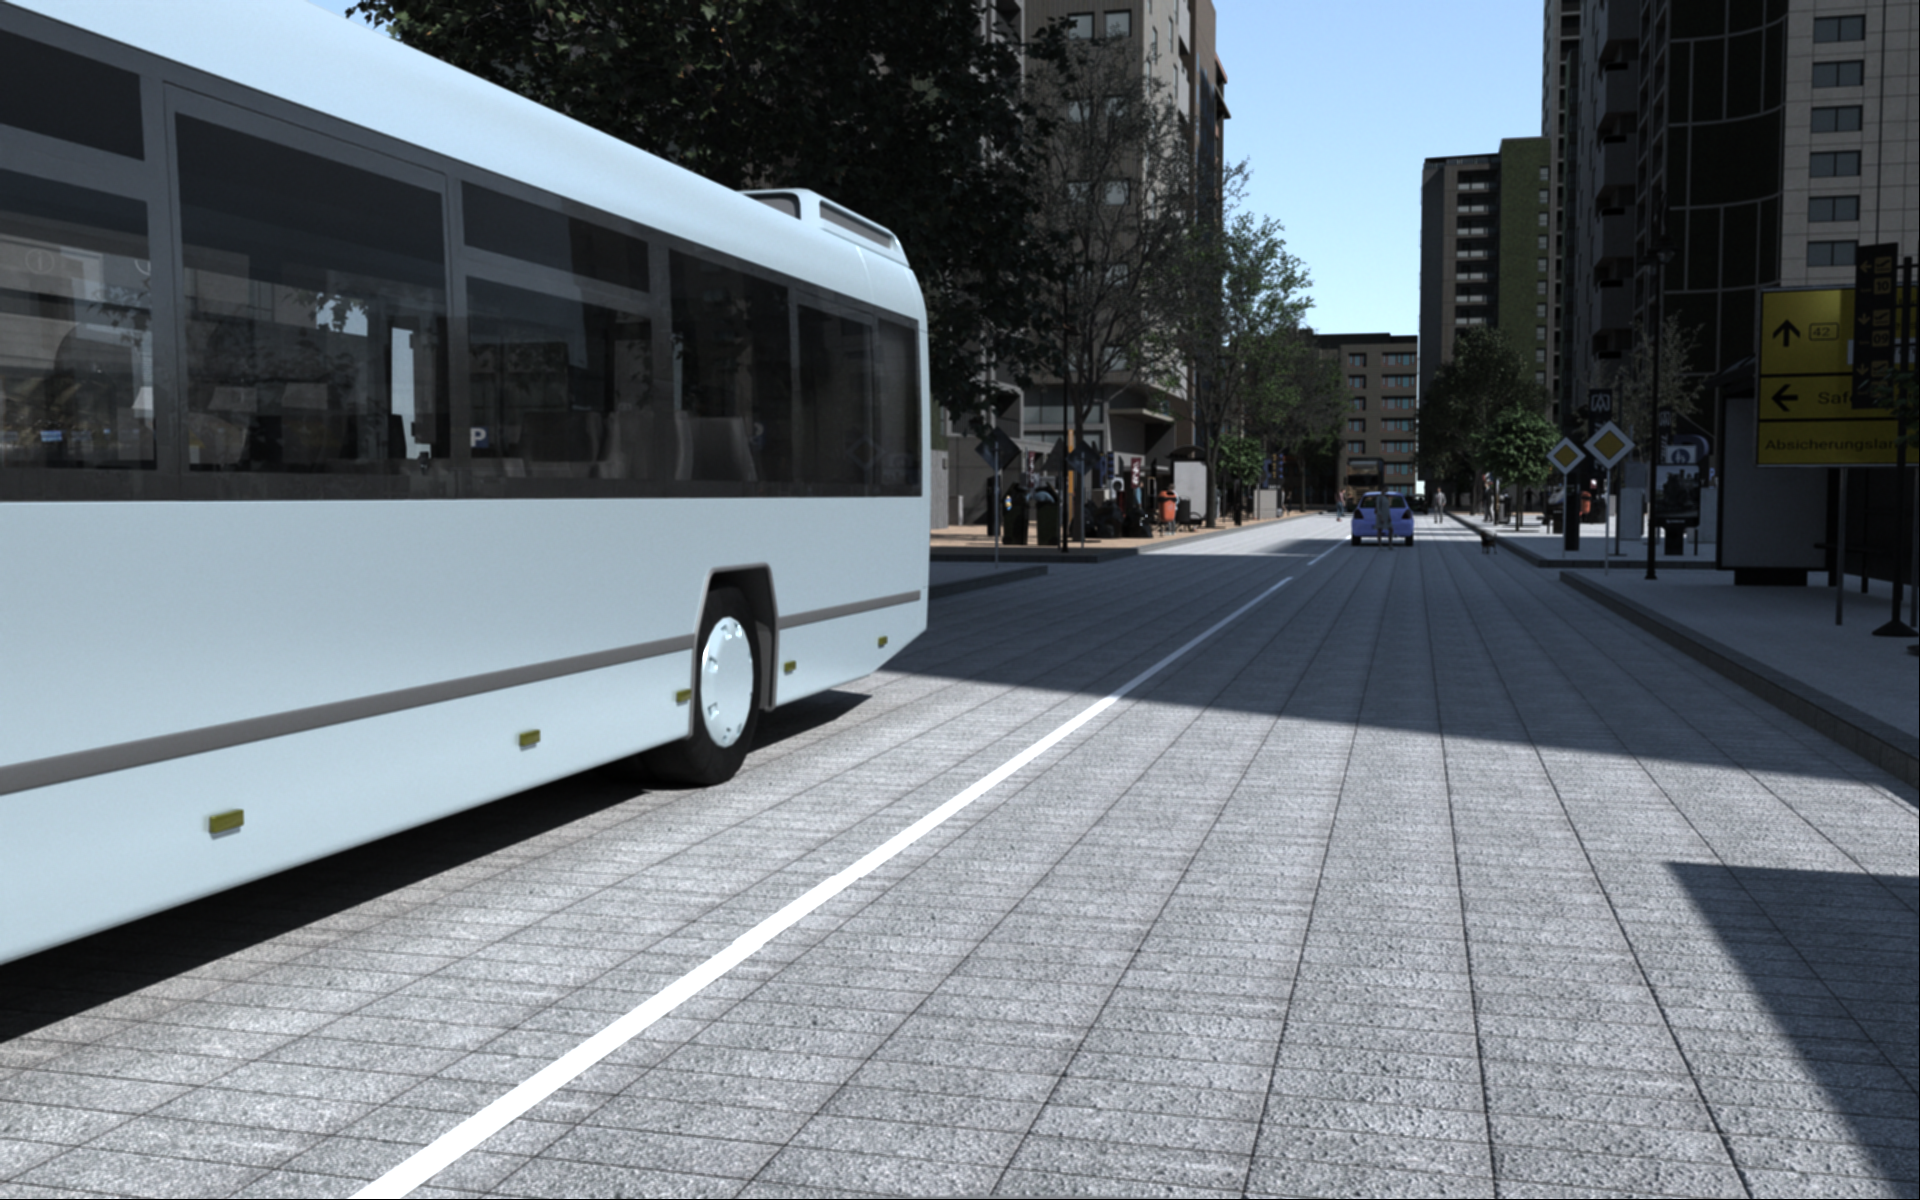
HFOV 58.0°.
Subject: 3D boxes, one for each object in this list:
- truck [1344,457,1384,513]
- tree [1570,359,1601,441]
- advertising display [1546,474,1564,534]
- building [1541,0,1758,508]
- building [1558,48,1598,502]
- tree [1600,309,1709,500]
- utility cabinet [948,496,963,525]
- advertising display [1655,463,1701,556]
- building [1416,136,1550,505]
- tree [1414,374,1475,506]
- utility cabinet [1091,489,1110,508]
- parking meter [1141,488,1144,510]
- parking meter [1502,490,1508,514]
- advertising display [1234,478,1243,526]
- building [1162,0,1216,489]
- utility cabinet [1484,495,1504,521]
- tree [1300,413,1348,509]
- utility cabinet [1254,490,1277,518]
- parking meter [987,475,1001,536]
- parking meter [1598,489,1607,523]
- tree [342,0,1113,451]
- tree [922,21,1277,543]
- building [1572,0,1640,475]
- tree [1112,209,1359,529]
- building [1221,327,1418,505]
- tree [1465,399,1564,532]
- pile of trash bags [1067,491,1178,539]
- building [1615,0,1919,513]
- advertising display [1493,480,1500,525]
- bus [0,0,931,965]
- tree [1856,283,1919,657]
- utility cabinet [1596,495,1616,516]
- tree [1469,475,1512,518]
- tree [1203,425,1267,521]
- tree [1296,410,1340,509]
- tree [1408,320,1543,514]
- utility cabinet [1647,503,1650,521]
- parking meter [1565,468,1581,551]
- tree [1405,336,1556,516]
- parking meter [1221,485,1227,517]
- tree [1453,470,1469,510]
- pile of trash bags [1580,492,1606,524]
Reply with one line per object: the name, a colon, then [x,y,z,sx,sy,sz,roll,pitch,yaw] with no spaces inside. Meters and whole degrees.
truck: [31.599,-8.934,134.990,2.839,4.237,11.283,1,4,15]
tree: [34.696,-8.711,92.782,4.360,8.622,3.978,0,3,0]
advertising display: [19.299,-3.094,55.808,0.123,1.923,0.974,-2,4,-27]
building: [78.716,-46.653,201.024,20.611,71.187,20.563,1,4,15]
building: [63.133,-29.200,161.009,14.154,41.232,14.086,1,4,15]
tree: [28.118,-7.318,70.008,4.360,8.622,3.978,0,3,0]
utility cabinet: [-0.337,-3.697,71.605,1.020,1.237,0.306,3,5,41]
advertising display: [14.968,-1.899,36.268,0.974,1.923,0.123,1,4,19]
building: [60.846,-31.734,202.451,14.086,41.232,14.154,1,4,15]
tree: [51.789,-16.693,179.579,9.857,13.997,8.962,0,3,0]
utility cabinet: [6.506,-4.394,80.529,0.318,1.500,1.173,-2,4,-28]
parking meter: [8.137,-4.273,78.278,0.372,1.533,0.369,0,3,0]
parking meter: [32.173,-5.747,102.373,0.372,1.533,0.369,0,3,0]
advertising display: [11.255,-3.968,70.098,0.123,1.923,0.974,0,4,-5]
building: [13.852,-30.406,147.251,14.600,45.320,14.200,1,4,15]
utility cabinet: [25.554,-4.383,82.820,1.020,1.237,0.306,-2,4,-28]
tree: [33.766,-12.873,160.833,4.360,8.622,3.978,0,3,0]
utility cabinet: [15.909,-4.990,90.267,1.173,1.500,0.318,1,4,9]
parking meter: [1.035,-2.893,53.014,0.399,1.863,0.255,-3,5,-40]
parking meter: [28.754,-4.225,77.483,0.372,1.533,0.369,0,3,0]
tree: [-2.866,-6.295,19.932,9.611,12.733,9.660,0,3,0]
tree: [3.204,-8.271,45.593,12.009,13.543,11.850,0,3,0]
building: [64.468,-33.571,138.125,28.713,52.752,27.495,1,4,15]
tree: [9.365,-8.473,64.290,9.928,11.665,9.643,0,3,0]
building: [41.830,-22.644,215.271,28.899,21.520,27.650,1,4,15]
tree: [19.110,-4.605,59.009,4.285,4.588,4.351,0,3,0]
pile of trash bags: [4.954,-2.516,50.895,3.447,1.369,1.912,-2,4,-32]
building: [55.047,-41.404,115.204,20.563,71.187,20.611,1,4,15]
advertising display: [22.153,-4.055,71.511,0.123,1.923,0.974,2,4,25]
bus: [-3.119,-0.665,5.735,2.948,3.499,13.247,1,4,15]
tree: [8.177,-1.157,13.515,1.663,3.219,1.824,0,3,0]
utility cabinet: [37.071,-5.397,99.404,1.020,1.237,0.306,2,4,26]
tree: [28.779,-6.024,93.087,1.663,3.219,1.824,0,3,0]
tree: [13.053,-6.049,82.607,4.285,4.588,4.351,0,3,0]
tree: [30.109,-12.041,147.233,4.737,8.622,4.395,0,3,0]
tree: [34.405,-12.050,114.023,9.611,12.733,9.660,0,3,0]
utility cabinet: [32.798,-4.425,81.028,1.173,1.500,0.318,1,4,22]
parking meter: [13.891,-2.055,39.304,0.255,1.863,0.399,3,4,37]
tree: [30.686,-10.307,102.937,8.767,10.594,7.601,-1,4,-10]
parking meter: [14.861,-5.616,97.535,0.255,1.863,0.399,1,4,23]
tree: [39.927,-8.771,138.013,1.663,3.219,1.824,0,3,0]
pile of trash bags: [27.086,-4.004,75.222,1.912,1.369,3.447,1,4,16]
